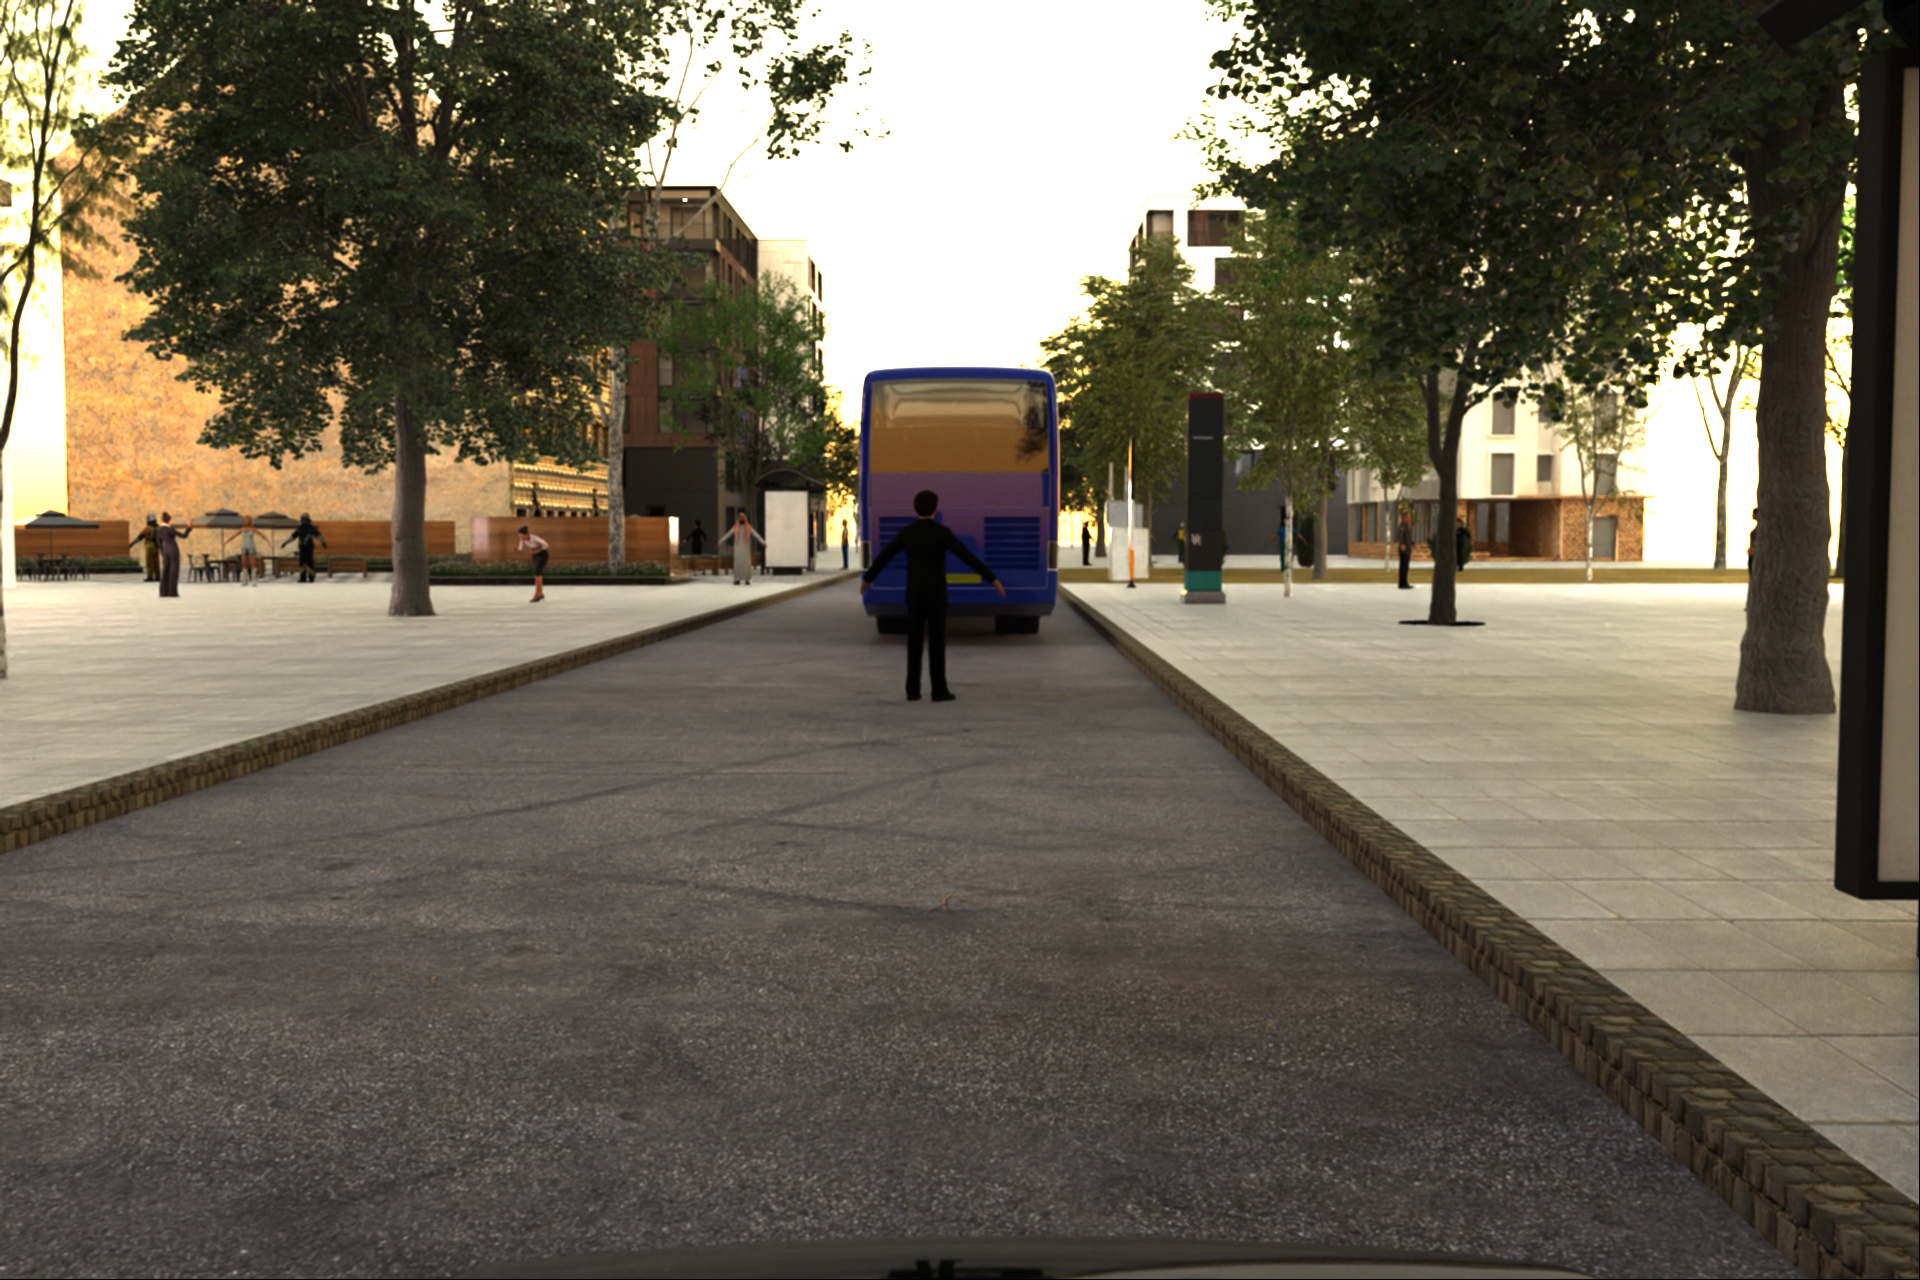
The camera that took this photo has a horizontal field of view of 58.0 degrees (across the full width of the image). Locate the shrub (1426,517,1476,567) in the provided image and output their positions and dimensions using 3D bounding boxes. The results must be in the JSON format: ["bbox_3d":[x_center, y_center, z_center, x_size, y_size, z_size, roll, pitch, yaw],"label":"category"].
[{"bbox_3d":[17.978,-3.633,63.435,1.661,2.075,1.752,0,3,0],"label":"shrub"}]

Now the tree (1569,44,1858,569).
[{"bbox_3d":[28.632,-12.773,64.734,12.611,20.169,13.585,0,3,0],"label":"tree"}]

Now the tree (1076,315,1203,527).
[{"bbox_3d":[6.090,-6.659,59.233,4.737,8.622,4.395,0,3,0],"label":"tree"}]

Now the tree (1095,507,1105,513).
[{"bbox_3d":[21.408,-17.797,241.347,4.360,8.622,3.978,0,3,0],"label":"tree"}]

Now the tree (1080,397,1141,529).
[{"bbox_3d":[7.883,-8.461,88.697,4.737,8.622,4.395,0,3,0],"label":"tree"}]

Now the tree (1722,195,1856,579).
[{"bbox_3d":[25.887,-7.606,50.109,9.928,11.665,9.643,0,3,0],"label":"tree"}]

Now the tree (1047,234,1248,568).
[{"bbox_3d":[7.205,-9.011,65.453,7.486,12.596,7.792,0,3,0],"label":"tree"}]

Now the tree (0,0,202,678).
[{"bbox_3d":[-8.483,-3.955,15.021,4.360,8.622,3.978,0,3,0],"label":"tree"}]

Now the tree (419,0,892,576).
[{"bbox_3d":[-8.169,-11.538,44.531,12.611,20.169,13.585,0,3,0],"label":"tree"}]

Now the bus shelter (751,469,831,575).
[{"bbox_3d":[-5.449,-3.832,56.575,2.014,3.302,5.546,0,4,0],"label":"bus shelter"}]

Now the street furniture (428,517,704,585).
[{"bbox_3d":[-11.568,-2.387,45.889,9.812,1.723,11.010,0,4,-3],"label":"street furniture"}]

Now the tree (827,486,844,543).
[{"bbox_3d":[-17.662,-17.496,236.416,4.737,8.622,4.395,0,3,0],"label":"tree"}]

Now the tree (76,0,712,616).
[{"bbox_3d":[-8.640,-7.361,27.005,9.857,13.997,8.962,0,3,0],"label":"tree"}]

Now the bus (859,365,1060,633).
[{"bbox_3d":[-0.048,-2.218,27.816,2.896,3.916,12.251,0,4,0],"label":"bus"}]

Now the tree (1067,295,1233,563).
[{"bbox_3d":[8.199,-9.179,75.827,9.928,11.665,9.643,0,3,0],"label":"tree"}]

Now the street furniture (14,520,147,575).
[{"bbox_3d":[-31.562,-3.011,56.085,9.812,1.723,11.010,-3,5,-40],"label":"street furniture"}]

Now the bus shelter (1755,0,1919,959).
[{"bbox_3d":[3.391,-0.529,2.569,2.014,3.302,5.546,0,4,1],"label":"bus shelter"}]

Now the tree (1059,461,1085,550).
[{"bbox_3d":[9.279,-11.762,142.677,4.360,8.622,3.978,0,3,0],"label":"tree"}]

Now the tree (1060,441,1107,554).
[{"bbox_3d":[7.915,-9.918,112.515,4.360,8.622,3.978,0,3,0],"label":"tree"}]

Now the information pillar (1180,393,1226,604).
[{"bbox_3d":[4.520,-2.617,32.159,0.750,3.857,0.750,0,4,1],"label":"information pillar"}]

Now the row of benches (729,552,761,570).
[{"bbox_3d":[-7.193,-2.922,63.238,1.422,0.672,4.104,2,4,30],"label":"row of benches"}]

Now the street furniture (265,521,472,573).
[{"bbox_3d":[-18.985,-3.272,60.359,11.010,1.723,9.812,-1,4,-18],"label":"street furniture"}]

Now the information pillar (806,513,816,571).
[{"bbox_3d":[-5.162,-3.387,59.877,0.304,2.012,0.304,0,4,2],"label":"information pillar"}]

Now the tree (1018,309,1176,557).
[{"bbox_3d":[7.773,-11.612,96.504,9.857,13.997,8.962,0,3,0],"label":"tree"}]

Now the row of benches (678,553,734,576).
[{"bbox_3d":[-8.143,-2.341,53.740,1.422,0.672,4.104,2,4,34],"label":"row of benches"}]

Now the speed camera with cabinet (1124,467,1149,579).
[{"bbox_3d":[5.072,-3.413,50.143,0.660,3.252,2.038,0,4,0],"label":"speed camera with cabinet"}]

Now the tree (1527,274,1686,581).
[{"bbox_3d":[17.405,-5.961,47.825,4.360,8.622,3.978,0,3,0],"label":"tree"}]

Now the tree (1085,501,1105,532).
[{"bbox_3d":[18.918,-17.478,236.129,4.737,8.622,4.395,0,3,0],"label":"tree"}]

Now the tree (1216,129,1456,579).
[{"bbox_3d":[10.641,-8.019,49.238,7.486,12.596,7.792,0,3,0],"label":"tree"}]

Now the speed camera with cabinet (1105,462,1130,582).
[{"bbox_3d":[4.330,-3.224,47.047,0.660,3.252,2.038,0,4,1],"label":"speed camera with cabinet"}]

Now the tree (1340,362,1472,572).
[{"bbox_3d":[14.772,-6.624,58.660,4.737,8.622,4.395,0,3,0],"label":"tree"}]

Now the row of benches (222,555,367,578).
[{"bbox_3d":[-19.591,-2.164,50.841,4.104,0.672,1.422,-1,4,-16],"label":"row of benches"}]

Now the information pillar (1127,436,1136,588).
[{"bbox_3d":[4.123,-3.073,41.603,0.183,3.616,0.504,0,4,1],"label":"information pillar"}]

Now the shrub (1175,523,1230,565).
[{"bbox_3d":[7.855,-3.181,56.047,1.661,2.075,1.752,0,3,0],"label":"shrub"}]
